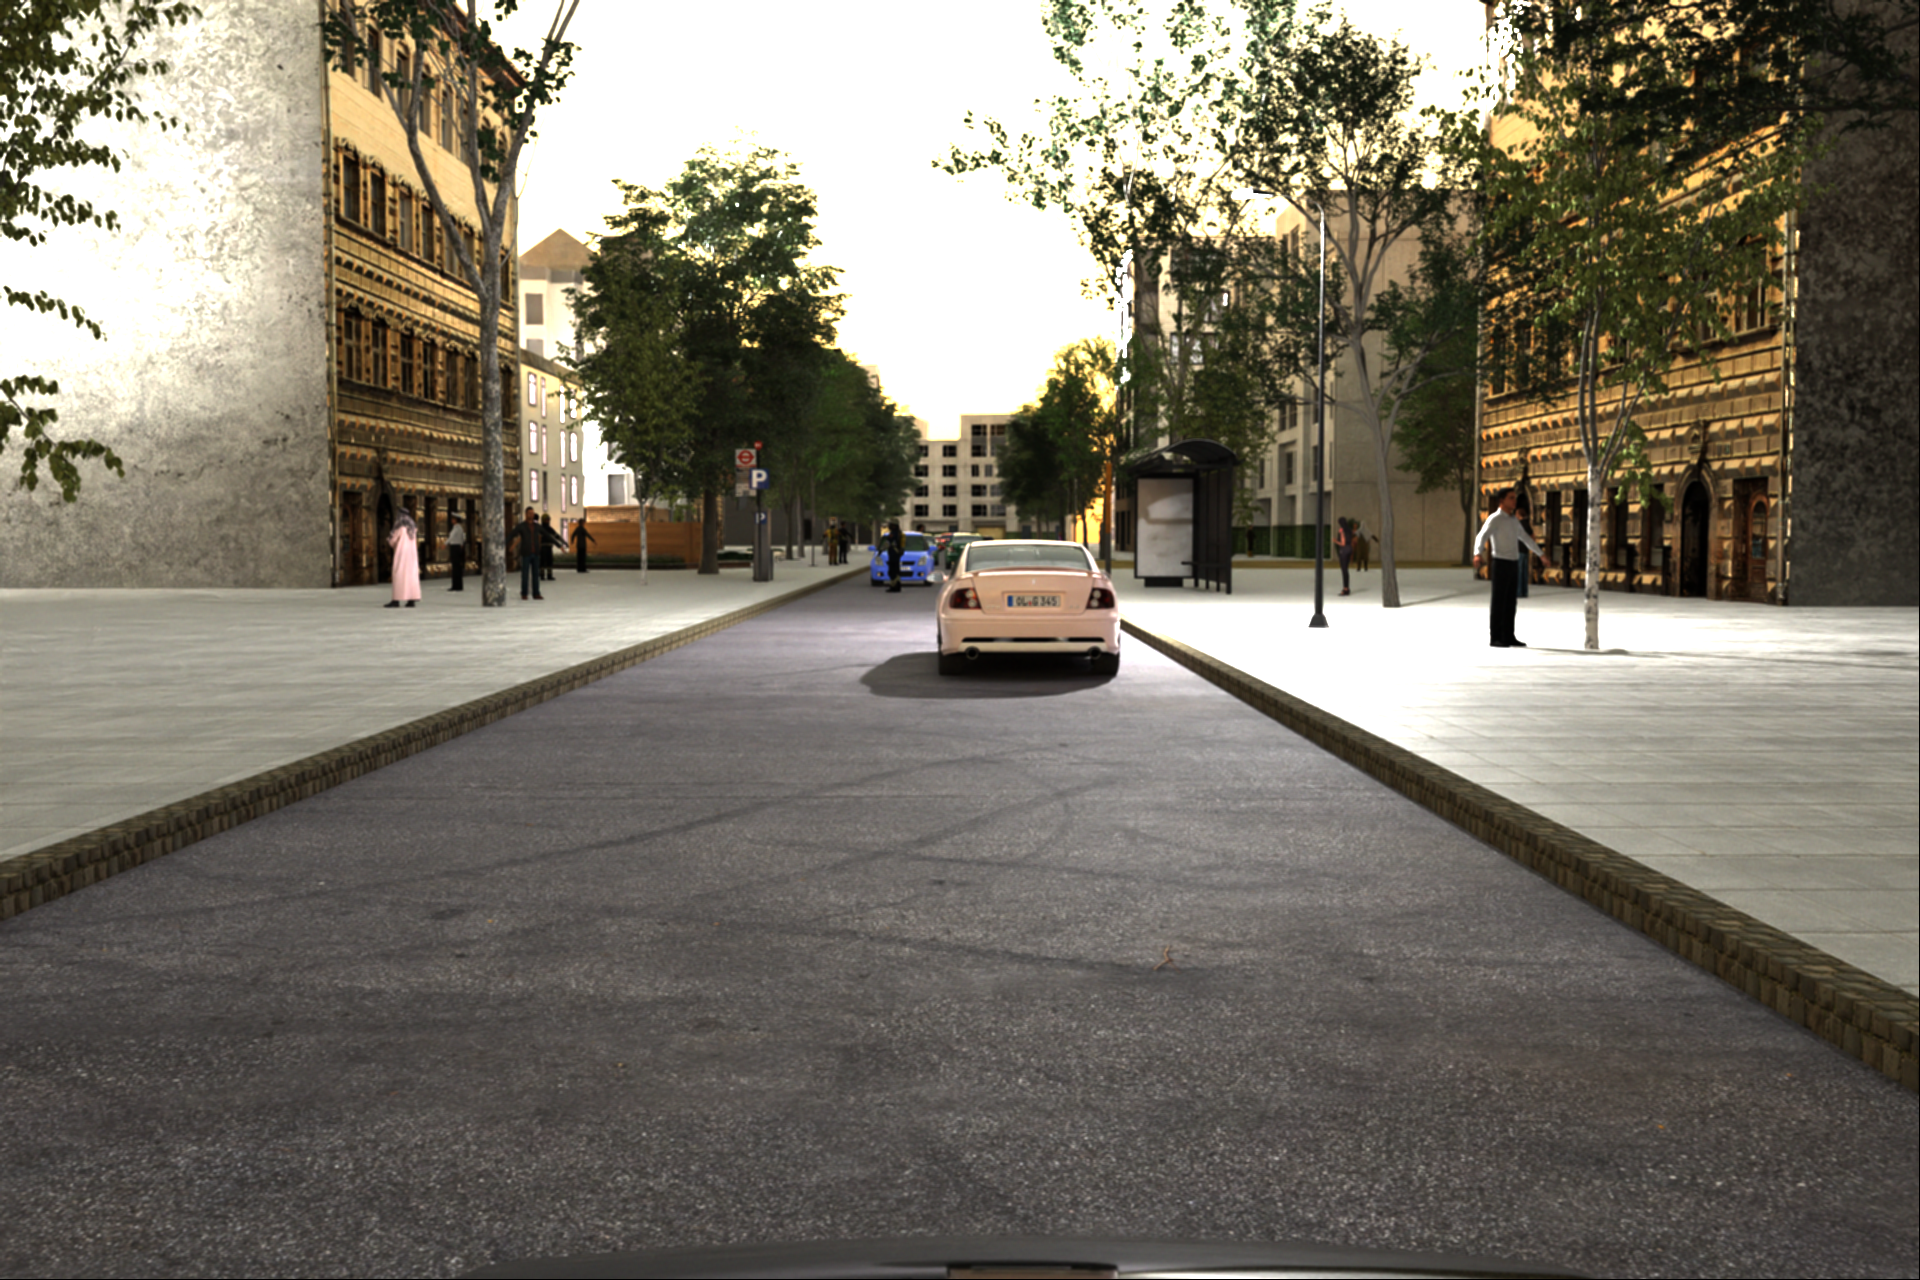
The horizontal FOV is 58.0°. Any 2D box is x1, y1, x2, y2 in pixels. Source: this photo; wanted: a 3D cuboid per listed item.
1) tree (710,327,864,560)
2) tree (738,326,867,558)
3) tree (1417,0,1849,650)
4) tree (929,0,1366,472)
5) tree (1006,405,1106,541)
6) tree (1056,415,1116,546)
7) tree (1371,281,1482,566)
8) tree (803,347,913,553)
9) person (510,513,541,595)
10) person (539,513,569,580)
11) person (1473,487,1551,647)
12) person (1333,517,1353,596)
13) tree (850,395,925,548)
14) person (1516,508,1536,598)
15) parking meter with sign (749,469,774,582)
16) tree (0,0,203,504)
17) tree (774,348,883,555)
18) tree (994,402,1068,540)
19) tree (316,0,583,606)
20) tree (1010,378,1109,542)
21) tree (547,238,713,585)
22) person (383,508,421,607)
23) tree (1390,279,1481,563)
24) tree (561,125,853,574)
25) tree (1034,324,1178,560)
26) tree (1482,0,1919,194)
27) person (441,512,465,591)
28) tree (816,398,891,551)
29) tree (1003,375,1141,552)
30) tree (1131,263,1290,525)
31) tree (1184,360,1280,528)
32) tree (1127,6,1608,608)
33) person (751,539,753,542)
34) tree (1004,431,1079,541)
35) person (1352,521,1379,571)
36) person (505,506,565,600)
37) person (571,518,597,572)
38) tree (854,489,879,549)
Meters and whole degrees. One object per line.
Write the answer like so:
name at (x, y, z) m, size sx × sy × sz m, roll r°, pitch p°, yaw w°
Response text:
tree at (-8.521, -9.740, 85.003) m, size 9.928 × 11.665 × 9.643 m, roll 0°, pitch 3°, yaw 0°
tree at (-9.050, -10.735, 93.636) m, size 7.486 × 12.596 × 7.792 m, roll 0°, pitch 3°, yaw 0°
tree at (7.251, -4.194, 18.940) m, size 4.737 × 8.622 × 4.395 m, roll 0°, pitch 3°, yaw 0°
tree at (5.759, -12.243, 56.069) m, size 12.611 × 20.169 × 13.585 m, roll 0°, pitch 3°, yaw 0°
tree at (6.556, -11.121, 116.239) m, size 7.601 × 10.594 × 8.767 m, roll 0°, pitch 4°, yaw -6°
tree at (7.617, -9.512, 105.876) m, size 4.737 × 8.622 × 4.395 m, roll 0°, pitch 3°, yaw 0°
tree at (20.332, -8.777, 69.264) m, size 9.928 × 11.665 × 9.643 m, roll 0°, pitch 3°, yaw 0°
tree at (-7.809, -12.883, 117.291) m, size 9.857 × 13.997 × 8.962 m, roll 0°, pitch 3°, yaw 0°
person at (-9.171, -1.826, 36.631) m, size 0.721 × 1.739 × 1.217 m, roll 1°, pitch 4°, yaw 14°
person at (-11.483, -2.589, 48.091) m, size 0.704 × 1.858 × 1.351 m, roll 3°, pitch 5°, yaw 42°
person at (6.226, -0.828, 19.702) m, size 1.344 × 1.810 × 0.704 m, roll -3°, pitch 4°, yaw -37°
person at (7.988, -1.752, 36.165) m, size 0.415 × 1.643 × 0.593 m, roll 0°, pitch 4°, yaw -3°
tree at (-7.937, -15.473, 159.642) m, size 9.857 × 13.997 × 8.962 m, roll 0°, pitch 3°, yaw 0°
person at (11.290, -1.758, 34.960) m, size 1.348 × 1.803 × 0.705 m, roll -3°, pitch 5°, yaw -41°
parking meter with sign at (-5.342, -3.099, 46.935) m, size 0.543 × 3.016 × 1.738 m, roll 0°, pitch 4°, yaw 0°
tree at (-7.970, -3.814, 12.715) m, size 4.737 × 8.622 × 4.395 m, roll 0°, pitch 3°, yaw 0°
tree at (-8.482, -11.462, 105.536) m, size 7.486 × 12.596 × 7.792 m, roll 0°, pitch 3°, yaw 0°
tree at (7.628, -15.822, 165.347) m, size 9.857 × 13.997 × 8.962 m, roll 0°, pitch 3°, yaw 0°
tree at (-9.757, -10.652, 30.044) m, size 12.611 × 20.169 × 13.585 m, roll 0°, pitch 3°, yaw 0°
tree at (7.329, -12.668, 125.247) m, size 7.486 × 12.596 × 7.792 m, roll 0°, pitch 3°, yaw 0°
tree at (-7.988, -5.669, 43.049) m, size 4.737 × 8.622 × 4.395 m, roll 0°, pitch 3°, yaw 0°
person at (-9.780, -1.451, 30.438) m, size 0.621 × 1.740 × 0.551 m, roll 0°, pitch 4°, yaw 7°
tree at (23.026, -9.749, 77.517) m, size 7.486 × 12.596 × 7.792 m, roll 0°, pitch 3°, yaw 0°
tree at (-8.153, -9.105, 55.530) m, size 9.857 × 13.997 × 8.962 m, roll 0°, pitch 3°, yaw 0°
tree at (7.270, -9.750, 85.164) m, size 9.928 × 11.665 × 9.643 m, roll 0°, pitch 3°, yaw 0°
tree at (6.572, -4.613, 9.829) m, size 7.601 × 10.594 × 8.767 m, roll 1°, pitch 4°, yaw 23°
person at (-11.485, -2.004, 39.225) m, size 0.721 × 1.778 × 1.216 m, roll 0°, pitch 4°, yaw 3°
tree at (-8.985, -13.114, 132.544) m, size 7.486 × 12.596 × 7.792 m, roll 0°, pitch 3°, yaw 0°
tree at (6.747, -9.846, 95.393) m, size 7.601 × 10.594 × 8.767 m, roll 3°, pitch 4°, yaw 39°
tree at (6.909, -5.853, 46.065) m, size 4.737 × 8.622 × 4.395 m, roll 0°, pitch 3°, yaw 0°
tree at (10.965, -7.486, 72.764) m, size 4.737 × 8.622 × 4.395 m, roll 0°, pitch 3°, yaw 0°
tree at (7.453, -5.865, 30.301) m, size 8.767 × 10.594 × 7.601 m, roll -1°, pitch 4°, yaw -19°
person at (-9.931, -4.787, 84.532) m, size 0.705 × 1.796 × 1.348 m, roll -1°, pitch 4°, yaw -19°
tree at (7.179, -12.957, 146.257) m, size 7.601 × 10.594 × 8.767 m, roll 0°, pitch 4°, yaw -1°
person at (13.932, -3.256, 60.004) m, size 1.217 × 1.736 × 0.721 m, roll 0°, pitch 4°, yaw -1°
person at (-8.406, -1.704, 33.924) m, size 1.348 × 1.821 × 0.705 m, roll -3°, pitch 4°, yaw -36°
person at (-12.646, -3.169, 57.986) m, size 1.348 × 1.807 × 0.705 m, roll 3°, pitch 5°, yaw 40°
tree at (-8.579, -12.004, 146.624) m, size 4.737 × 8.622 × 4.395 m, roll 0°, pitch 3°, yaw 0°
